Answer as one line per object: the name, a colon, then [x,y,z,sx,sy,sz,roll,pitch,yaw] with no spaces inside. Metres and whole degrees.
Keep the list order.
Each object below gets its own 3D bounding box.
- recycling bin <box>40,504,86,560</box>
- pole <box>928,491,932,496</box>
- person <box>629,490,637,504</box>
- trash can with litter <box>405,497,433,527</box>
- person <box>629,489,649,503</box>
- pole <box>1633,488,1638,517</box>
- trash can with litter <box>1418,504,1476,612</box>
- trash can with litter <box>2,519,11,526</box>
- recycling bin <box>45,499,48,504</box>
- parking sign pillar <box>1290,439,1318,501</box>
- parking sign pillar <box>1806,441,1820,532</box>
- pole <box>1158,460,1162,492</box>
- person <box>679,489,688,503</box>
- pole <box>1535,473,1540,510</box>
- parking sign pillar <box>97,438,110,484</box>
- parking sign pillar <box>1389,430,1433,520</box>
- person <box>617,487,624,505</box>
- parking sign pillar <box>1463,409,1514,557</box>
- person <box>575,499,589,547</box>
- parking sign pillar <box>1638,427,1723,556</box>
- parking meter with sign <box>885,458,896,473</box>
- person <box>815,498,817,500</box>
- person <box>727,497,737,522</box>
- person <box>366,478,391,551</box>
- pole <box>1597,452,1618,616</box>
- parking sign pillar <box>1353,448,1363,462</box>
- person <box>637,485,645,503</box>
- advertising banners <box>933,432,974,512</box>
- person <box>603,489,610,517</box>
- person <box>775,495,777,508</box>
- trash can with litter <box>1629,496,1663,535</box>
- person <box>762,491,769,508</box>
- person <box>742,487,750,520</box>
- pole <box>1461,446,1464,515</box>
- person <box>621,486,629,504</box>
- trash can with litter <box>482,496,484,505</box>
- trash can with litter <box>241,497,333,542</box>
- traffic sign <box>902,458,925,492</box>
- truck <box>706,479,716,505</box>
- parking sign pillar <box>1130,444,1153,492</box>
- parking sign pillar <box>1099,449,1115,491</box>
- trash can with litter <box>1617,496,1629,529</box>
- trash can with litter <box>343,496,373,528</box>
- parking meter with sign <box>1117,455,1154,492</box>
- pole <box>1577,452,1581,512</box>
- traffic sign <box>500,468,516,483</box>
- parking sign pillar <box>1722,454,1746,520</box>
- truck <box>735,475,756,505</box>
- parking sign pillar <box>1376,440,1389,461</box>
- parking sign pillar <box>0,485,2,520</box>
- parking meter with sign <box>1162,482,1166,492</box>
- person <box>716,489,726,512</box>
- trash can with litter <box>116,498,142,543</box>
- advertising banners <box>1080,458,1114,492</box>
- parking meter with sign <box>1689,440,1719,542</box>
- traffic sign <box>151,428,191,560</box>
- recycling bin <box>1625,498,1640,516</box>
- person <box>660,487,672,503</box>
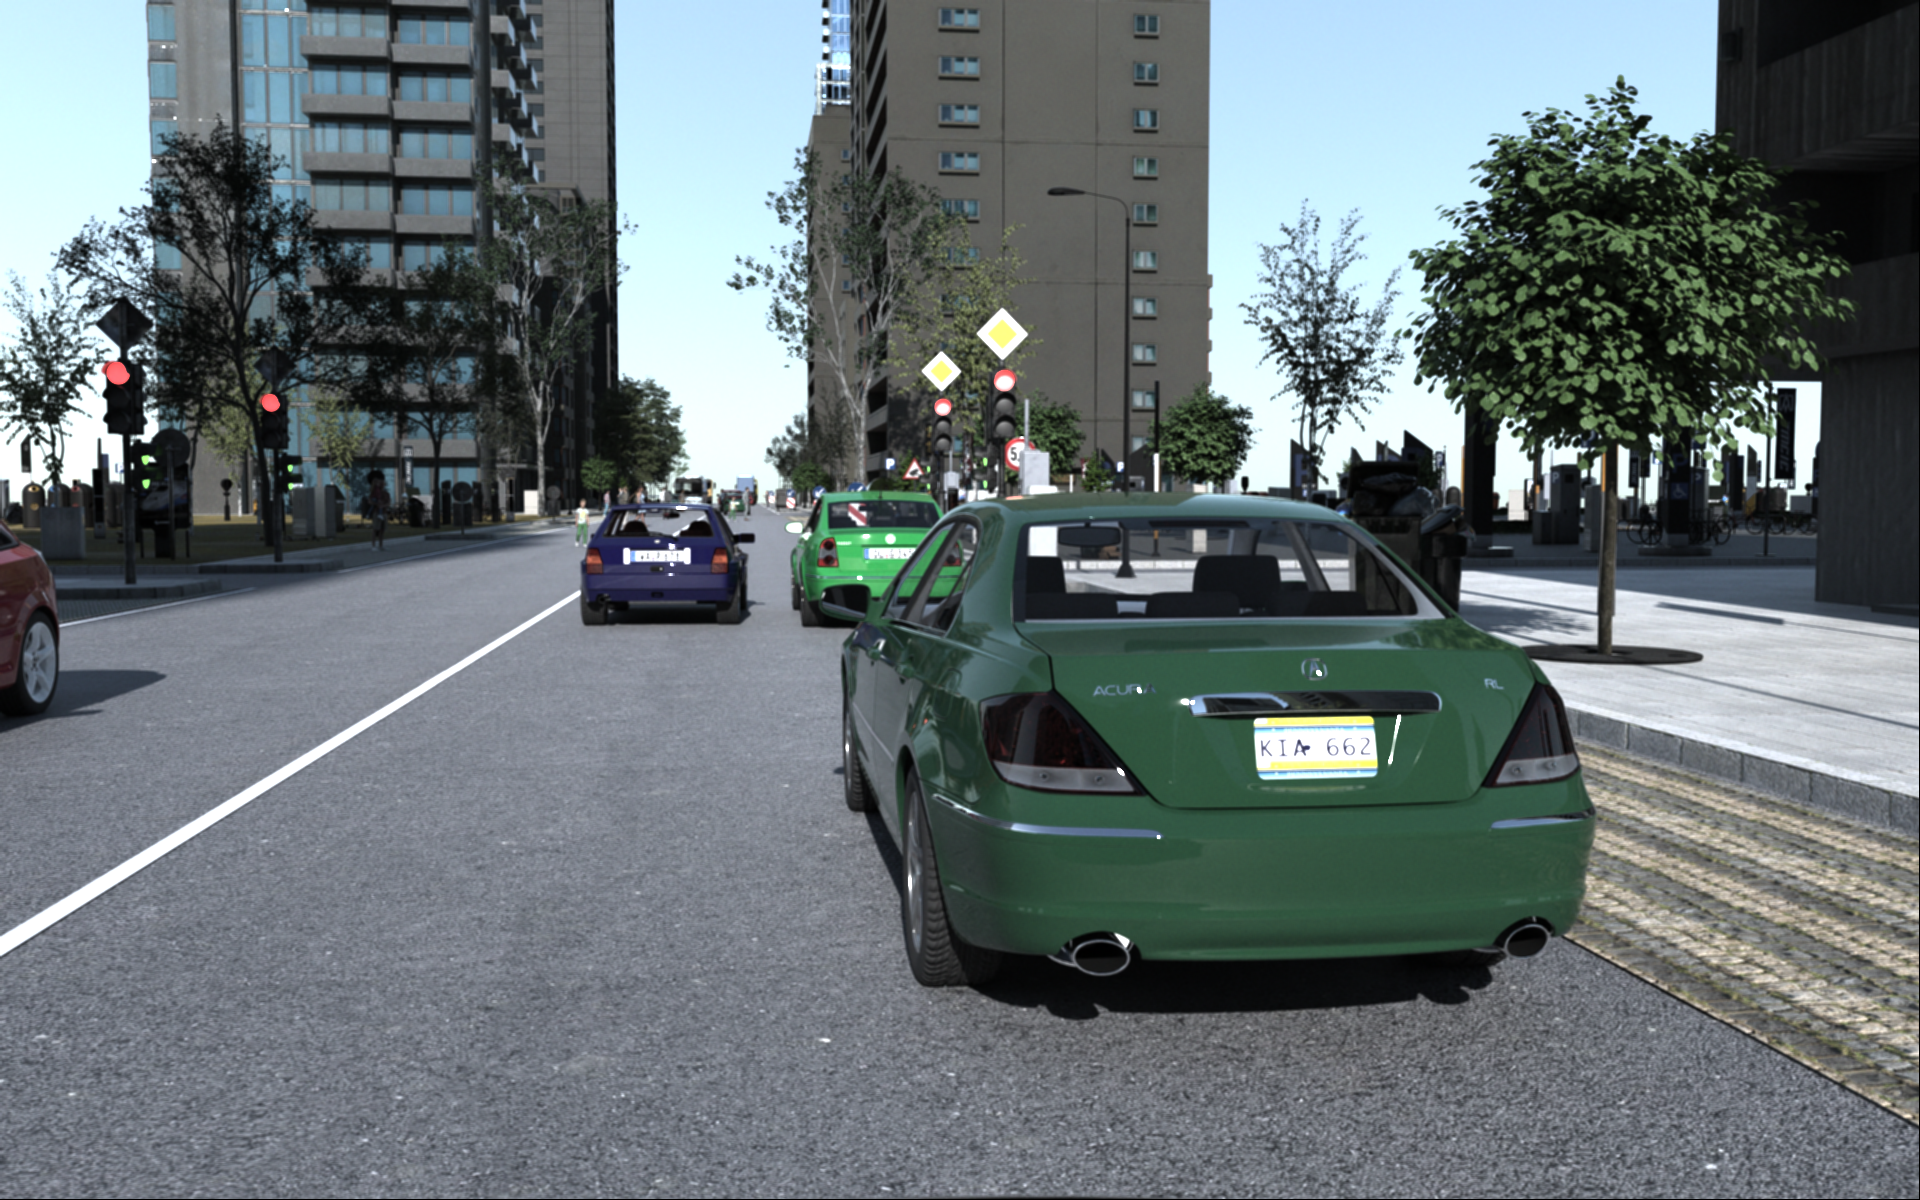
recycling bin: [-17.555,-1.306,33.909,0.722,1.027,0.722,-1,4,-22]
pole: [-1.021,-4.063,60.273,0.158,3.312,0.155,0,3,0]
person: [-22.529,-6.805,120.486,0.721,1.735,1.217,3,5,43]
trash can with litter: [-20.852,-3.395,66.900,0.624,1.170,1.055,2,4,32]
person: [-20.343,-6.191,109.810,1.348,1.812,0.705,0,4,4]
pole: [34.891,-5.842,89.360,0.158,3.312,0.155,0,3,0]
trash can with litter: [4.939,-0.441,18.601,1.055,1.170,0.624,-1,4,-11]
trash can with litter: [-38.477,-3.529,69.085,1.055,1.170,0.624,-1,4,-22]
recycling bin: [-48.040,-4.793,90.927,0.722,1.027,0.722,1,4,13]
parking sign pillar: [16.779,-5.870,84.448,1.447,3.967,1.447,-1,4,-15]
parking sign pillar: [29.888,-4.339,59.418,1.447,3.967,1.447,-1,4,-23]
pole: [7.195,-4.208,62.646,0.158,3.312,0.155,0,3,0]
person: [-21.994,-7.893,137.559,0.705,1.824,1.348,1,4,19]
pole: [23.937,-4.772,71.862,0.158,3.312,0.155,0,3,0]
parking sign pillar: [-41.401,-5.823,83.686,1.447,3.967,1.447,-2,4,-28]
parking sign pillar: [19.005,-5.117,72.142,1.447,3.967,1.447,3,5,44]
person: [-19.582,-5.617,100.309,0.822,1.834,0.622,-3,4,-37]
parking sign pillar: [10.670,-2.884,35.624,1.447,3.967,1.447,1,4,8]
person: [-10.205,-2.079,46.741,0.306,1.304,0.590,-2,4,-35]
parking sign pillar: [15.063,-2.930,36.380,1.447,3.967,1.447,1,4,17]
parking meter with sign: [-3.061,-5.448,85.328,0.543,3.016,1.738,1,4,23]
person: [-8.079,-5.189,97.610,0.475,1.303,0.640,-2,4,-24]
person: [-11.807,-4.711,89.773,0.590,1.304,0.306,2,4,35]
person: [-14.599,-2.141,43.476,0.573,1.828,0.580,0,4,-5]
pole: [6.818,-1.489,18.181,0.158,3.312,0.155,0,3,0]
parking sign pillar: [23.801,-6.994,102.830,1.447,3.967,1.447,3,4,39]
person: [-14.033,-4.115,75.866,0.778,1.811,0.616,1,4,8]
advertising banners: [-0.219,-3.266,49.580,0.090,3.025,2.074,-2,4,-35]
person: [-21.937,-6.003,107.485,0.643,1.720,0.563,-2,4,-35]
person: [-18.692,-10.298,177.816,0.756,1.711,0.436,-3,4,-37]
trash can with litter: [22.507,-2.698,55.176,1.678,1.210,2.233,2,4,32]
person: [-20.199,-10.467,180.160,0.750,1.759,0.617,0,4,-1]
person: [-11.661,-5.256,94.542,0.391,1.810,0.635,0,4,2]
pole: [21.320,-4.860,73.310,0.158,3.312,0.155,0,3,0]
person: [-14.344,-3.980,74.114,0.362,1.759,0.519,0,4,2]
trash can with litter: [-29.048,-5.761,105.257,1.678,1.210,2.233,-3,5,-45]
trash can with litter: [-18.477,-2.239,47.662,2.233,1.210,1.678,0,4,-6]
traffic sign: [-1.612,-3.772,61.677,0.884,2.594,0.081,0,4,1]
truck: [-33.615,-14.067,225.916,3.469,3.379,9.791,-1,4,-8]
parking sign pillar: [8.515,-5.630,80.515,1.447,3.967,1.447,0,4,2]
parking sign pillar: [8.671,-7.002,102.955,1.447,3.967,1.447,-2,4,-28]
trash can with litter: [23.281,-3.117,62.019,2.233,1.210,1.678,0,4,5]
trash can with litter: [-22.909,-3.362,66.031,2.233,1.210,1.678,0,4,-2]
parking meter with sign: [7.457,-4.733,73.648,1.738,3.016,0.543,2,4,26]
pole: [30.043,-5.520,84.091,0.158,3.312,0.155,0,3,0]
traffic sign: [-21.782,-5.100,83.499,0.768,2.556,0.104,0,4,-3]
parking sign pillar: [39.001,-6.030,87.070,1.447,3.967,1.447,1,4,13]
truck: [-29.248,-15.040,235.663,2.967,4.110,18.799,0,4,-6]
parking sign pillar: [21.122,-5.918,85.229,1.447,3.967,1.447,1,4,14]
parking sign pillar: [-18.604,-2.675,32.207,1.447,3.967,1.447,2,4,28]
parking meter with sign: [12.828,-7.016,110.970,1.738,3.016,0.543,-1,4,-17]
person: [-18.593,-7.754,135.266,0.705,1.826,1.348,1,4,23]
trash can with litter: [-21.761,-2.086,45.488,0.624,1.170,1.055,-1,4,-12]
advertising banners: [6.805,-5.343,83.547,2.074,3.025,0.090,0,4,-1]
parking meter with sign: [20.179,-3.119,47.257,0.543,3.016,1.738,2,4,32]
traffic sign: [-15.279,-2.045,33.546,0.768,2.556,0.104,0,4,-3]
recycling bin: [39.168,-5.408,100.969,0.722,1.027,0.722,-3,5,-44]
person: [-16.630,-5.465,97.954,0.679,1.850,0.850,-1,4,-18]
